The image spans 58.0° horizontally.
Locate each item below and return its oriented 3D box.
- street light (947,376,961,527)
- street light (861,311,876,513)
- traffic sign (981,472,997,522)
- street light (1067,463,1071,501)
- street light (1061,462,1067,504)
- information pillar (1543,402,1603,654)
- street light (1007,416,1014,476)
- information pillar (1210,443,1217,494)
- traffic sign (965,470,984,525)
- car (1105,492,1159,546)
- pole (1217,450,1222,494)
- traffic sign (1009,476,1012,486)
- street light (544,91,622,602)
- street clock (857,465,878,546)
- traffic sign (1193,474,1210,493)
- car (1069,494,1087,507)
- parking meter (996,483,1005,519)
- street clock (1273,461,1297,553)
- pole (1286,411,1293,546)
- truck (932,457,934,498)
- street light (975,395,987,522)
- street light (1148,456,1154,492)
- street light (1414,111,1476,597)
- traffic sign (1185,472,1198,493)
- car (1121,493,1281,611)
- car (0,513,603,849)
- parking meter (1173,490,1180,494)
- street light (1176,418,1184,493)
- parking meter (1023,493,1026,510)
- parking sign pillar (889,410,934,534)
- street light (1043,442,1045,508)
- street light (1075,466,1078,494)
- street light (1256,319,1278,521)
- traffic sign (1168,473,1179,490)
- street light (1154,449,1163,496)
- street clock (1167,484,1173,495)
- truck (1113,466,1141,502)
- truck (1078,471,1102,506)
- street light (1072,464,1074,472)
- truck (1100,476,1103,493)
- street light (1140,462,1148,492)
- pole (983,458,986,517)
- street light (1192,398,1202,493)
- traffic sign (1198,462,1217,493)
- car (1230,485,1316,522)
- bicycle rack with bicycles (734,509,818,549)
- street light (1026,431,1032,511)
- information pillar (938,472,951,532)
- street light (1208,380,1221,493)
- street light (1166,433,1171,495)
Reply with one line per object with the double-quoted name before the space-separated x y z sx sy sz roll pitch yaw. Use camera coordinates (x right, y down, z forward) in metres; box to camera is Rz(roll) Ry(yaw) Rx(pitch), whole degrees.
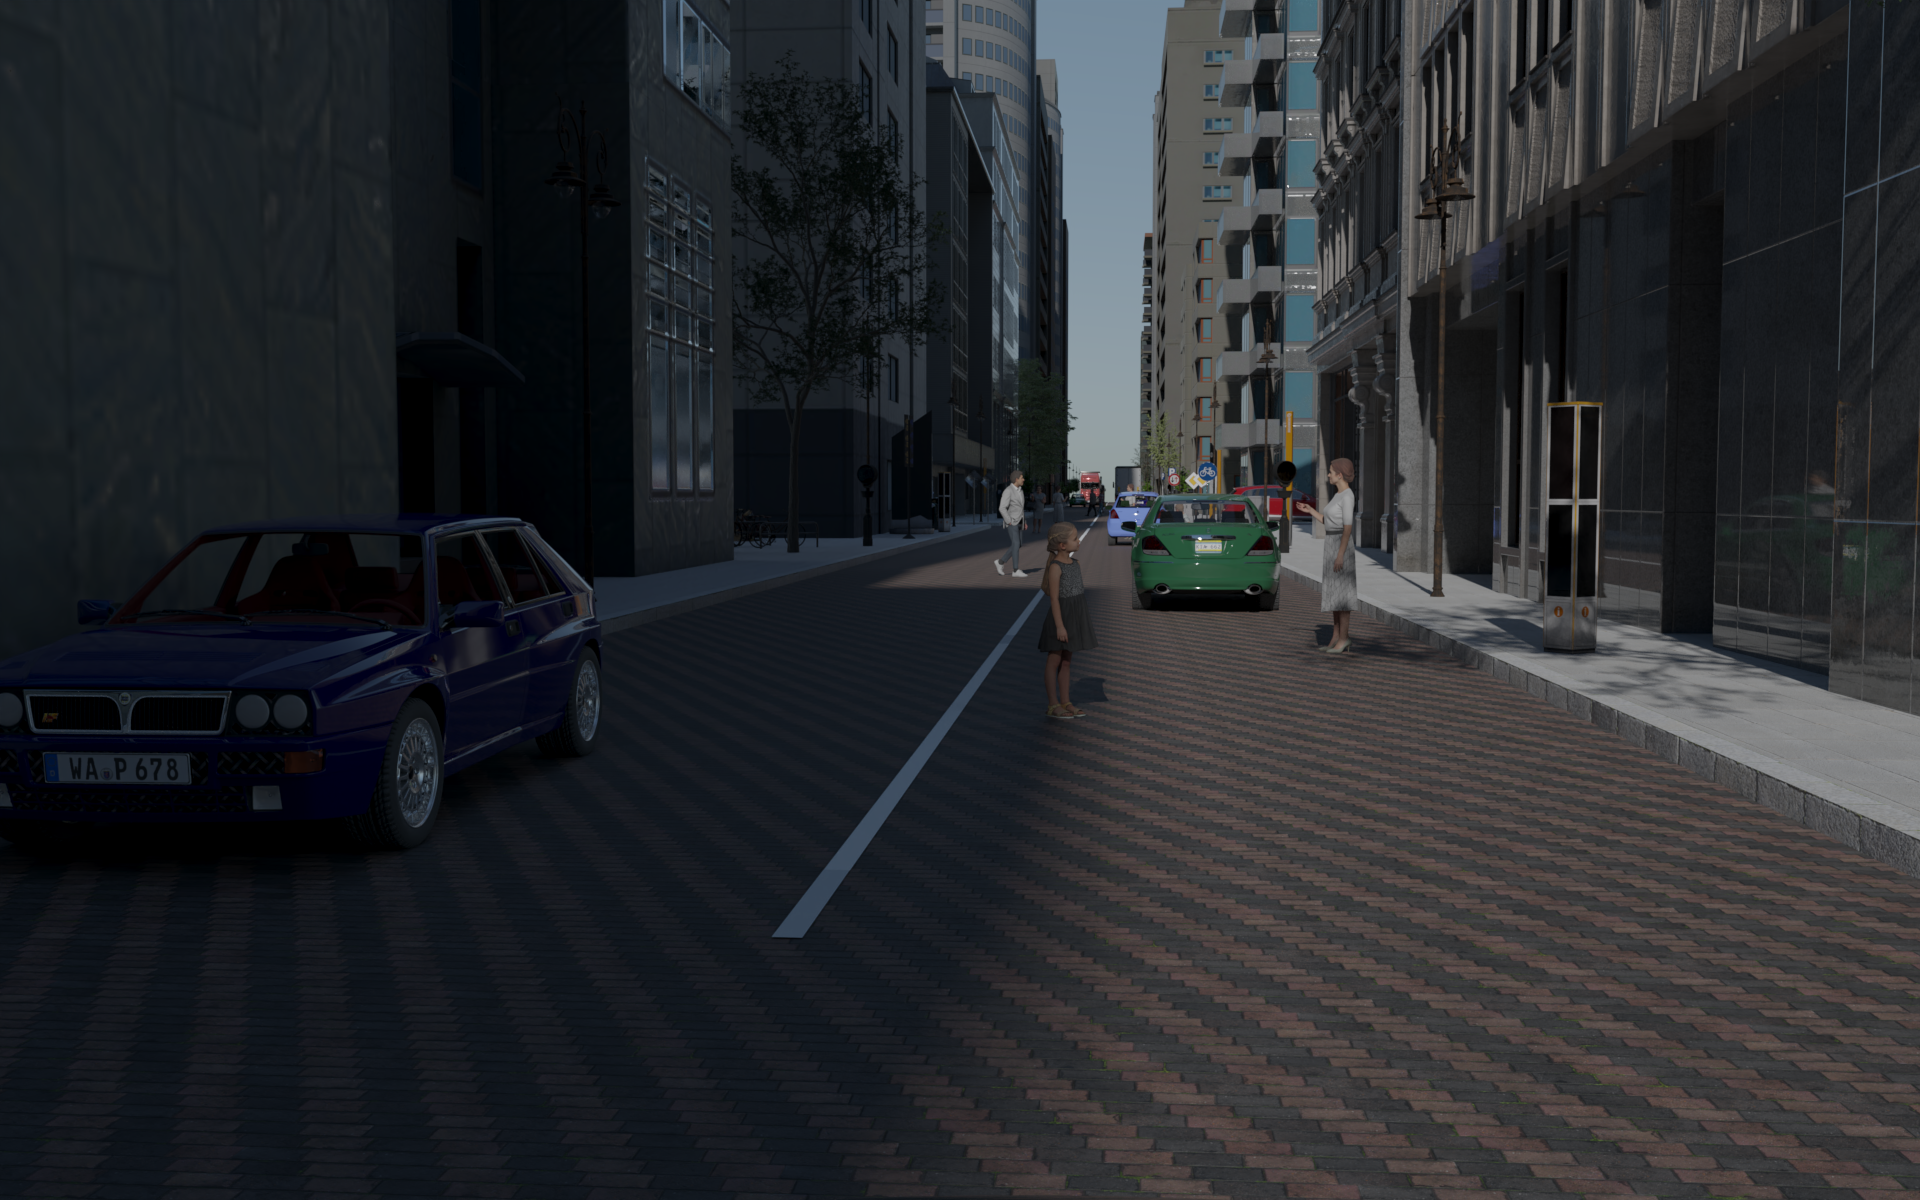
"street light" -0.239 -5.822 67.982 0.468 5.910 1.993 0 4 5
"street light" -2.333 -4.354 43.969 0.468 5.910 1.993 0 4 5
"traffic sign" 1.290 -4.635 79.418 0.795 2.450 0.064 0 4 5
"street light" 13.996 -15.571 227.369 0.468 5.910 1.993 0 4 5
"street light" 11.998 -14.123 203.691 0.468 5.910 1.993 0 4 5
"information pillar" 4.943 -0.581 13.987 0.304 2.012 0.304 -2 4 -32
"street light" 2.998 -7.972 103.128 0.468 5.910 1.993 0 4 5
"information pillar" 11.494 -5.340 78.667 0.183 3.616 0.504 -2 4 -24
"traffic sign" 0.582 -4.148 71.464 0.795 2.450 0.064 0 4 5
"car" 5.078 -2.425 49.245 1.945 1.707 3.694 0 4 6
"pole" 11.997 -5.278 80.140 0.158 3.312 0.155 0 3 0
"traffic sign" 3.099 -5.977 99.857 0.606 2.300 0.079 1 4 11
"street light" -4.416 -2.916 20.463 0.468 5.910 1.993 0 4 5
"street clock" -2.271 -2.324 42.567 0.471 2.002 0.358 1 4 21
"traffic sign" 9.887 -4.096 70.618 0.795 2.450 0.064 0 4 5
"car" 12.893 -11.065 189.709 1.959 1.807 4.718 0 4 5
"parking meter" 2.122 -5.200 90.738 0.399 1.863 0.255 2 4 28
"street clock" 7.041 -2.020 37.597 0.471 2.002 0.358 -1 4 -11
"pole" 8.133 -2.995 42.806 0.158 3.312 0.155 0 3 0
"truck" -9.880 -5.240 75.428 18.799 4.110 2.967 0 4 4
"street light" 0.967 -6.534 79.619 0.468 5.910 1.993 0 4 5
"street light" 20.215 -12.733 180.976 0.468 5.910 1.993 0 4 5
"street light" 5.967 -2.977 21.468 0.468 5.910 1.993 0 4 5
"traffic sign" 10.596 -4.583 78.571 0.795 2.450 0.064 0 4 5
"car" 3.176 -0.673 22.799 2.131 1.459 4.920 0 4 6
"car" -2.965 0.264 8.257 1.945 1.354 3.894 0 4 4
"parking meter" 12.842 -5.768 102.716 0.372 1.533 0.369 0 3 0
"street light" 13.422 -8.126 105.647 0.468 5.910 1.993 0 4 5
"parking meter" 5.074 -7.873 137.126 0.372 1.533 0.369 0 3 0
"parking sign pillar" -1.550 -4.106 55.600 1.447 3.967 1.447 0 4 -2
"street light" 7.608 -11.199 155.888 0.468 5.910 1.993 0 4 5
"street light" 17.177 -17.734 262.733 0.468 5.910 1.993 0 4 5
"street light" 8.112 -4.470 45.875 0.468 5.910 1.993 0 4 5
"traffic sign" 13.232 -6.532 106.909 0.768 2.556 0.104 1 4 14
"street light" 18.089 -11.288 157.353 0.468 5.910 1.993 0 4 5
"street clock" 15.094 -7.305 124.006 0.471 2.002 0.358 3 4 38
"truck" 17.191 -11.575 178.159 2.839 4.237 11.283 0 4 4
"truck" 16.242 -13.898 216.150 2.839 4.237 11.283 0 4 5
"street light" 15.117 -16.288 239.100 0.468 5.910 1.993 0 4 5
"truck" 21.302 -17.536 275.632 2.839 4.237 11.283 0 4 3
"street light" 24.450 -15.662 228.861 0.468 5.910 1.993 0 4 5
"pole" 1.421 -6.419 98.792 0.158 3.312 0.155 0 3 0
"street light" 11.219 -6.689 82.152 0.468 5.910 1.993 0 4 5
"traffic sign" 9.848 -4.211 68.954 0.768 2.556 0.104 1 4 9
"car" 13.811 -3.981 73.770 5.304 1.827 2.281 0 4 6
"bicycle rack with bicycles" -4.892 -1.733 41.713 2.925 0.926 2.852 -3 5 -45
"street light" 5.105 -9.448 127.260 0.468 5.910 1.993 0 4 5
"information pillar" -0.530 -3.290 58.284 0.304 2.012 0.304 -3 5 -43
"street light" 10.307 -5.957 70.179 0.468 5.910 1.993 0 4 5
"street light" 15.573 -9.563 129.146 0.468 5.910 1.993 0 4 5
